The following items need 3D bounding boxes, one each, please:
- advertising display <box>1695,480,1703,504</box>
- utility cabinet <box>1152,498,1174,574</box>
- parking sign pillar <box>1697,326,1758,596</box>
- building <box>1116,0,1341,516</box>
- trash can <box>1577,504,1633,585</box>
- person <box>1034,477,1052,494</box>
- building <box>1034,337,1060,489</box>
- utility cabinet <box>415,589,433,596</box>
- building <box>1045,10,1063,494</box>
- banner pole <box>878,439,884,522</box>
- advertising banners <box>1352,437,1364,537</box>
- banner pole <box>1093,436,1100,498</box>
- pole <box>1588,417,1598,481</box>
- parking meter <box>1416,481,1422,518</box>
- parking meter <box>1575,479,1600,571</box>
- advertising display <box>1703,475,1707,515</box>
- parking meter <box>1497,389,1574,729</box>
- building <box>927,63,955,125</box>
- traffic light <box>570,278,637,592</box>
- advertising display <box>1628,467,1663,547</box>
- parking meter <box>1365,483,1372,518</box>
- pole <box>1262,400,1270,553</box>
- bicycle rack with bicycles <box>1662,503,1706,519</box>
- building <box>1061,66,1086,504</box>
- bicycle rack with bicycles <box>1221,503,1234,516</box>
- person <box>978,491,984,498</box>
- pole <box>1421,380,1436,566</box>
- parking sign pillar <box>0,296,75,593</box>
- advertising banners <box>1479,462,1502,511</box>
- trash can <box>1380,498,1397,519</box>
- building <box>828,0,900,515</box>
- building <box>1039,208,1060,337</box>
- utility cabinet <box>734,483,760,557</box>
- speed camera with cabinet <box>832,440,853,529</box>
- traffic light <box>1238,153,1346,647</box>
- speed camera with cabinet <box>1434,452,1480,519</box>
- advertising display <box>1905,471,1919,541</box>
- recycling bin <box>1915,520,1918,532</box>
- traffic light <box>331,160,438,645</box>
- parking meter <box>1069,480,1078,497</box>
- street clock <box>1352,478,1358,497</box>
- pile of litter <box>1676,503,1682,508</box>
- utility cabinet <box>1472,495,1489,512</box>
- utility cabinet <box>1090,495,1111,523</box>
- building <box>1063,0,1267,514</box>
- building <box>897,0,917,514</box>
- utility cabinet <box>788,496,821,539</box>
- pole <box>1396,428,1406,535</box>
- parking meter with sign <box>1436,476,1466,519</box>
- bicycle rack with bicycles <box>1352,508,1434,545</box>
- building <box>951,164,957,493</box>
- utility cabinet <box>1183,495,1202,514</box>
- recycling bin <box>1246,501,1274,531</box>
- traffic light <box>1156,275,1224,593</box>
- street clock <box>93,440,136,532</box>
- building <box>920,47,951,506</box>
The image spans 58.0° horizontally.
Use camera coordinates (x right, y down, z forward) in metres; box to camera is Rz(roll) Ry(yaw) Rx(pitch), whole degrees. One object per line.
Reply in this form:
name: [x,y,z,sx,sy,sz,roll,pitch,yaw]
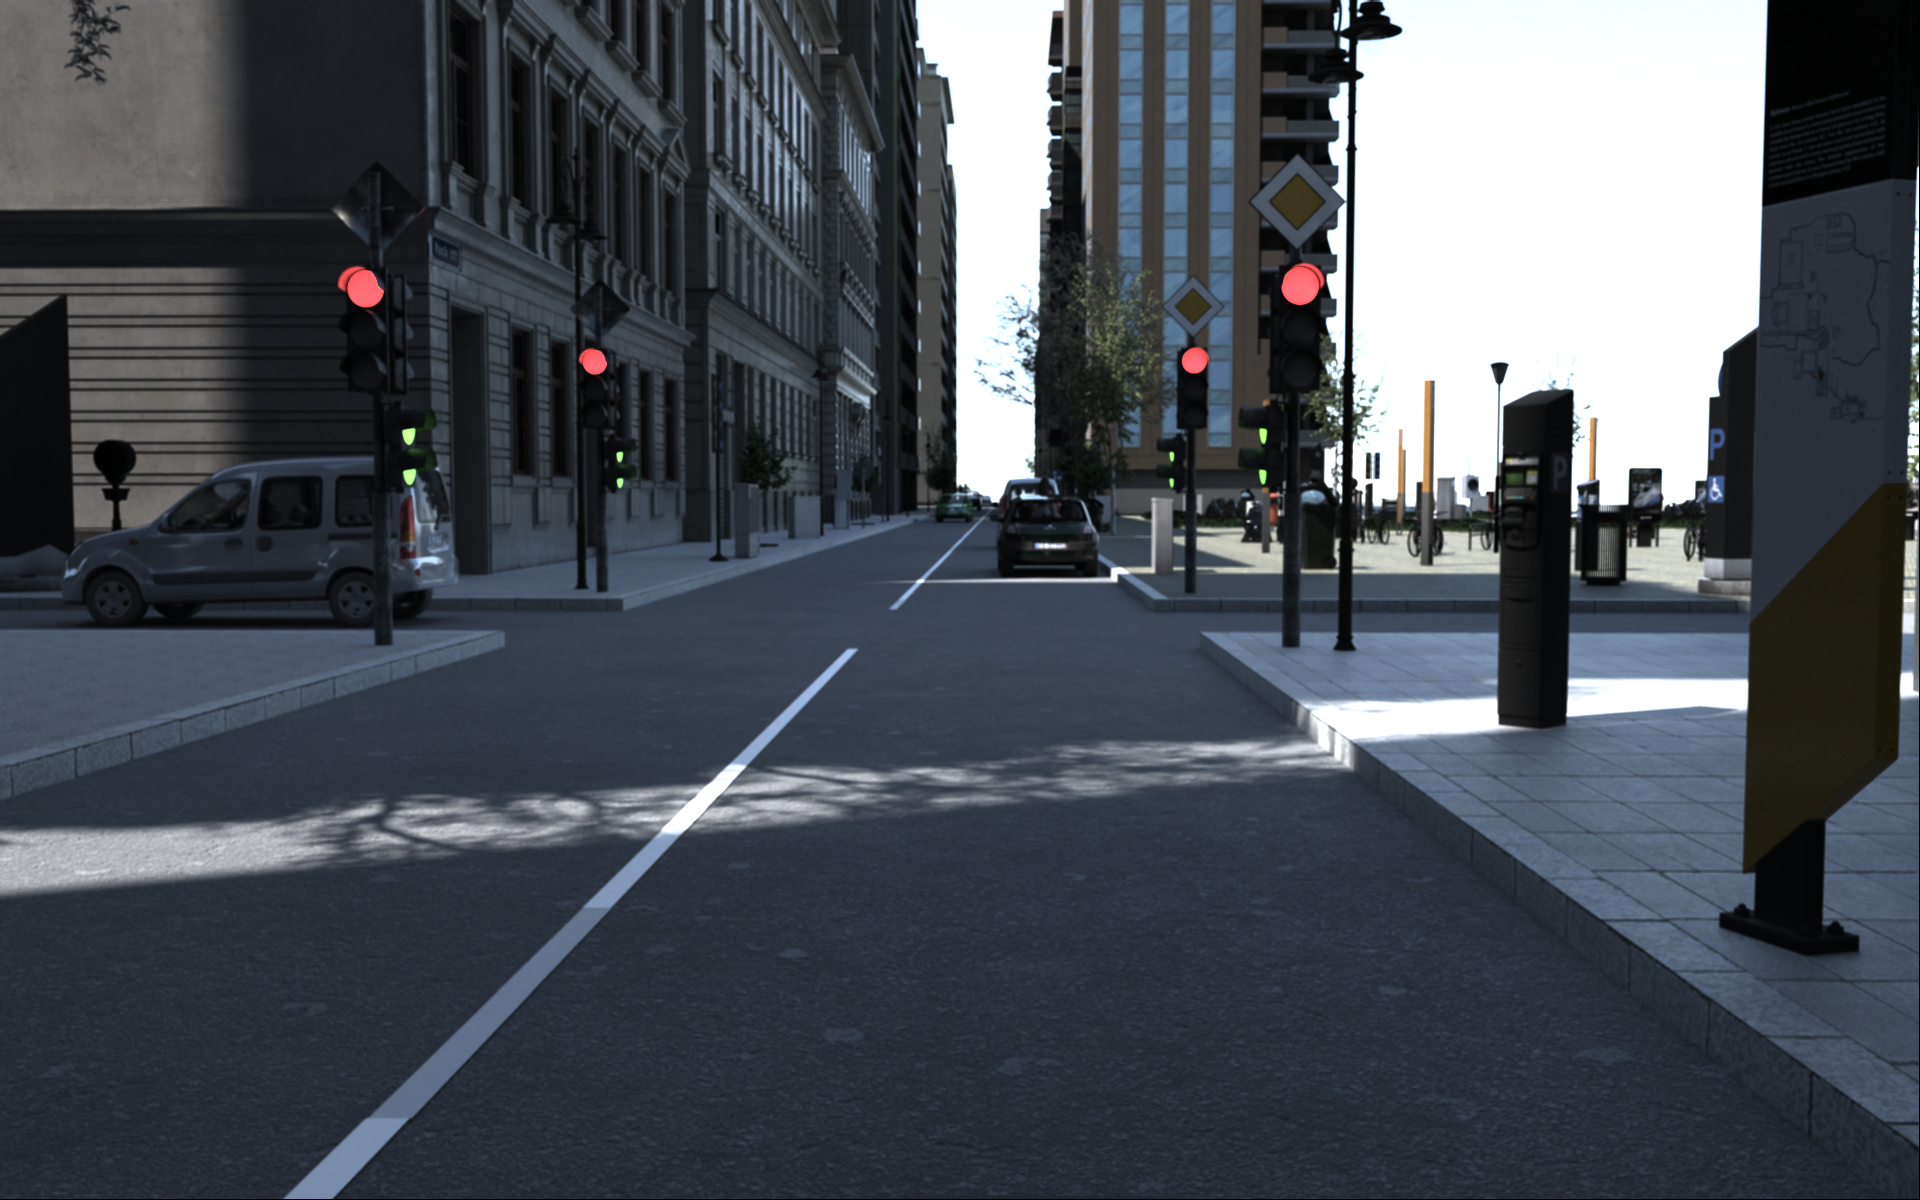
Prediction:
advertising display: [34.163,-4.566,79.869,0.974,1.923,0.123,-3,5,-41]
utility cabinet: [3.321,-1.052,28.368,0.306,1.237,1.020,0,4,3]
parking sign pillar: [10.321,-2.067,22.271,1.447,3.967,1.447,-1,4,-10]
building: [14.620,-27.843,105.352,14.600,45.320,14.200,0,4,2]
trash can: [9.107,-0.785,24.483,0.748,1.137,0.748,0,3,0]
person: [1.977,-1.941,40.238,0.555,1.821,0.388,0,4,-1]
building: [22.787,-21.963,204.142,27.650,21.520,28.899,0,4,2]
utility cabinet: [-7.210,-0.664,22.023,1.020,1.237,0.306,1,4,21]
building: [18.948,-30.736,157.163,22.147,44.769,28.867,0,4,2]
banner pole: [-3.551,-5.381,77.998,0.401,3.779,0.863,1,4,17]
advertising banners: [12.053,-3.457,52.706,0.090,3.025,2.074,0,4,3]
banner pole: [5.697,-5.031,72.266,0.401,3.779,0.863,-1,4,-18]
pole: [16.790,-3.190,46.001,0.158,3.312,0.155,0,3,0]
parking meter: [21.055,-4.505,79.374,0.255,1.863,0.399,2,4,28]
parking meter: [10.495,-1.257,28.971,0.372,1.533,0.369,0,3,0]
advertising display: [23.651,-2.990,54.105,0.123,1.923,0.974,-1,4,-13]
parking meter: [3.181,-0.237,9.582,0.399,1.863,0.255,-3,5,-45]
building: [-15.325,-38.415,217.317,28.713,52.752,27.495,0,4,2]
traffic light: [-4.678,-2.061,22.623,0.839,4.253,0.868,0,4,2]
advertising display: [16.606,-2.250,41.996,0.974,1.923,0.123,-1,4,-23]
parking meter: [21.648,-5.267,91.823,0.255,1.863,0.399,-1,4,-15]
pole: [6.675,-2.684,37.718,0.158,3.312,0.155,0,3,0]
bicycle rack with bicycles: [27.903,-3.312,67.535,2.852,0.926,2.925,2,4,32]
building: [14.053,-21.333,120.502,14.160,30.474,14.107,0,4,2]
bicycle rack with bicycles: [12.231,-3.708,74.014,2.852,0.926,2.925,1,4,11]
person: [2.341,-12.932,219.956,1.348,1.821,0.705,1,4,12]
pole: [8.381,-2.272,30.998,0.158,3.312,0.155,0,3,0]
parking sign pillar: [-12.593,-2.121,23.147,1.447,3.967,1.447,2,4,27]
advertising banners: [28.872,-6.007,94.406,2.074,3.025,0.090,3,4,37]
trash can: [15.640,-3.137,62.945,0.748,1.137,0.748,0,3,0]
building: [-11.138,-25.749,104.585,14.154,41.232,14.086,0,4,2]
building: [18.311,-34.586,249.077,14.154,41.232,14.086,0,4,2]
utility cabinet: [-4.296,-1.614,35.060,0.318,1.500,1.173,0,4,3]
speed camera with cabinet: [-4.361,-4.248,63.792,0.660,3.252,2.038,-1,4,-8]
traffic light: [2.766,-1.561,14.451,0.839,4.253,0.868,0,4,2]
speed camera with cabinet: [23.329,-5.321,81.339,2.038,3.252,0.660,-1,4,-10]
advertising display: [26.224,-2.608,47.858,0.123,1.923,0.974,-1,4,-13]
recycling bin: [32.690,-2.868,59.448,0.722,1.027,0.722,3,5,42]
traffic light: [-4.893,-1.573,14.641,0.839,4.253,0.868,0,4,2]
parking meter: [4.750,-4.086,72.510,0.255,1.863,0.399,2,4,30]
street clock: [17.612,-4.477,77.774,0.358,2.002,0.471,-3,5,-41]
pile of litter: [36.949,-4.582,88.881,1.719,0.858,1.176,3,5,42]
utility cabinet: [27.244,-4.876,90.885,1.020,1.237,0.306,-1,4,-19]
utility cabinet: [6.307,-4.038,77.182,1.020,1.237,0.306,-2,4,-24]
building: [15.090,-29.632,134.602,14.600,45.320,14.200,0,4,2]
building: [-14.246,-30.509,122.518,21.300,48.544,21.600,0,4,2]
utility cabinet: [-4.475,-2.360,49.749,0.306,1.237,1.020,3,5,43]
pole: [13.644,-3.661,53.704,0.158,3.312,0.155,0,3,0]
parking meter with sign: [20.444,-4.684,72.852,1.738,3.016,0.543,3,5,42]
bicycle rack with bicycles: [11.231,-1.931,44.958,2.852,0.926,2.925,1,4,16]
building: [-11.357,-37.807,241.850,21.300,48.544,21.600,0,4,2]
utility cabinet: [13.093,-5.272,97.356,1.020,1.237,0.306,0,4,-1]
recycling bin: [10.393,-2.897,59.917,0.722,1.027,0.722,-2,4,-26]
traffic light: [2.981,-2.050,22.433,0.839,4.253,0.868,0,4,2]
street clock: [-11.347,-1.145,23.299,0.471,2.002,0.358,0,4,5]
building: [-12.348,-34.811,192.855,21.300,48.544,21.600,0,4,2]
